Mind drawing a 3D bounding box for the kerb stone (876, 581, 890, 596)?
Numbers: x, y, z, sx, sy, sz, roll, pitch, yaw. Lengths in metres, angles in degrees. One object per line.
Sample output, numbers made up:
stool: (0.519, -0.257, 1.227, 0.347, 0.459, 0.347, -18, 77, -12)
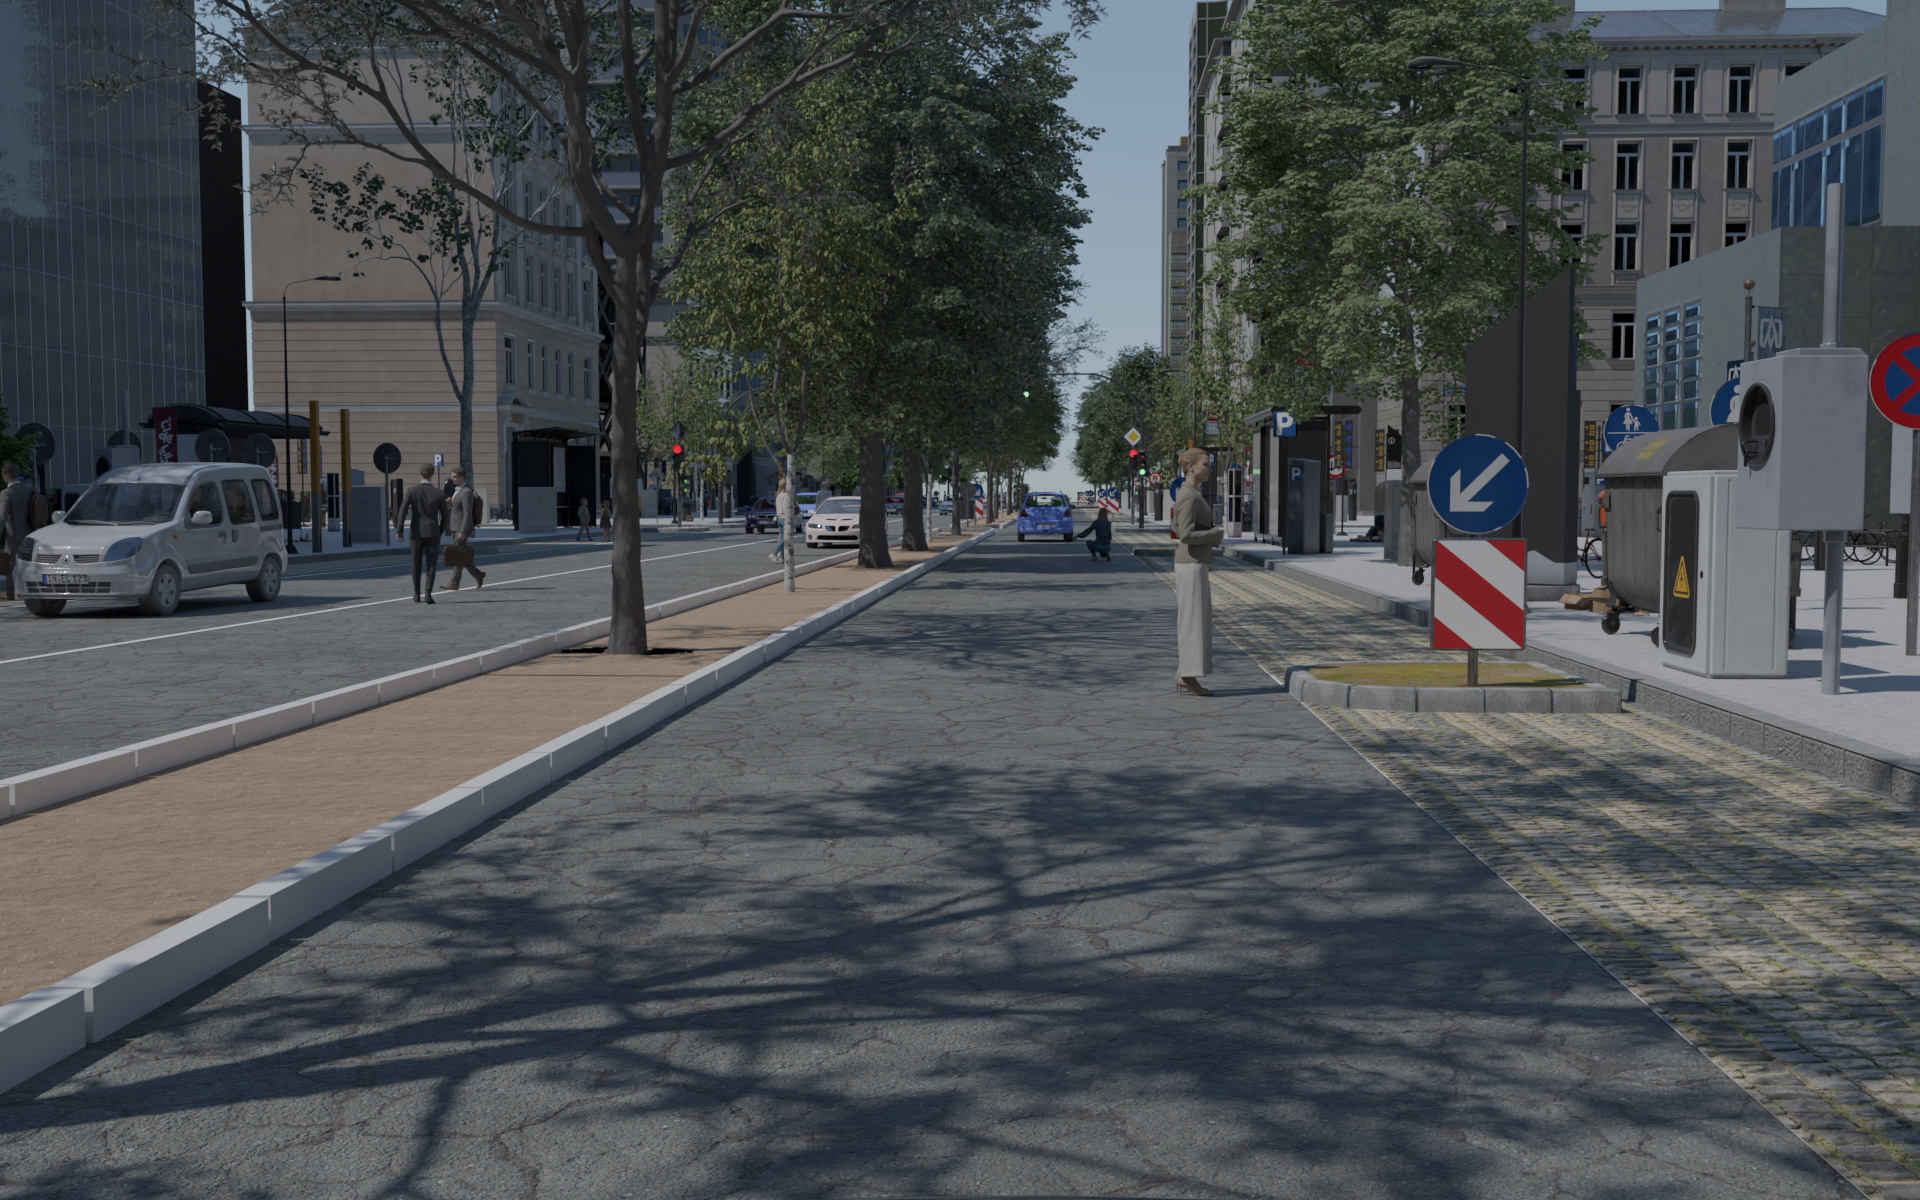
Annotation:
kerb stone: (-1.136, -0.137, 24.456, 0.120, 0.150, 1.000, 0, 4, 3)

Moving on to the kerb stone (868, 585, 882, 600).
kerb stone: (-1.205, -0.073, 23.431, 0.120, 0.150, 1.000, 0, 4, 3)

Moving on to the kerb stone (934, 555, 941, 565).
kerb stone: (-0.526, -0.764, 34.686, 0.120, 0.150, 1.000, 0, 4, 3)

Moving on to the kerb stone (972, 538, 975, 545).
kerb stone: (0.263, -1.571, 47.986, 0.120, 0.150, 1.000, 0, 4, 3)

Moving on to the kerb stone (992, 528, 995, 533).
kerb stone: (1.054, -2.391, 61.285, 0.120, 0.150, 1.000, 0, 4, 3)

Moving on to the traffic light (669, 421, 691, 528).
traffic light: (-10.689, -4.714, 65.986, 0.839, 4.253, 0.868, 0, 4, 3)

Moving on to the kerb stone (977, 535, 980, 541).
kerb stone: (0.444, -1.759, 51.057, 0.120, 0.150, 1.000, 0, 4, 3)

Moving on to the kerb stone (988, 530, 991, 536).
kerb stone: (0.864, -2.202, 58.207, 0.120, 0.150, 1.000, 0, 4, 3)

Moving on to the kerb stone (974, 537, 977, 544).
kerb stone: (0.316, -1.640, 49.007, 0.120, 0.150, 1.000, 0, 4, 3)

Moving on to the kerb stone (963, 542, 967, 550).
kerb stone: (0.019, -1.327, 43.896, 0.120, 0.150, 1.000, 0, 4, 3)

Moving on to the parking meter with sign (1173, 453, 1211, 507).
parking meter with sign: (10.075, -4.814, 74.971, 1.738, 3.016, 0.543, 2, 4, 32)

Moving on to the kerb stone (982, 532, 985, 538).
kerb stone: (0.622, -1.953, 54.121, 0.120, 0.150, 1.000, 0, 4, 3)

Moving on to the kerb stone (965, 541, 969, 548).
kerb stone: (0.076, -1.390, 44.916, 0.120, 0.150, 1.000, 0, 4, 3)

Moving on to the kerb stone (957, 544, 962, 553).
kerb stone: (-0.102, -1.202, 41.855, 0.120, 0.150, 1.000, 0, 4, 3)

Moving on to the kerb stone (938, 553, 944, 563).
kerb stone: (-0.473, -0.827, 35.712, 0.120, 0.150, 1.000, 0, 4, 3)

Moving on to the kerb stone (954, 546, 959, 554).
kerb stone: (-0.164, -1.134, 40.834, 0.120, 0.150, 1.000, 0, 4, 3)

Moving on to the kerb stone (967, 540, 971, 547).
kerb stone: (0.141, -1.448, 45.938, 0.120, 0.150, 1.000, 0, 4, 3)

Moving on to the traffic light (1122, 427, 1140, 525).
traffic light: (7.267, -5.139, 72.937, 0.839, 4.253, 0.868, 0, 4, 3)

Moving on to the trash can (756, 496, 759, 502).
trash can: (-13.627, -6.293, 114.541, 0.748, 1.137, 0.748, 0, 3, 0)

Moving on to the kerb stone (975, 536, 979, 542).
kerb stone: (0.388, -1.703, 50.036, 0.120, 0.150, 1.000, 0, 4, 3)

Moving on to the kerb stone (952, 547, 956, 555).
kerb stone: (-0.231, -1.077, 39.810, 0.120, 0.150, 1.000, 0, 4, 3)

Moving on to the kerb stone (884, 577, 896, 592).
kerb stone: (-1.081, -0.201, 25.477, 0.120, 0.150, 1.000, 0, 4, 3)

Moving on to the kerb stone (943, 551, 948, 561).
kerb stone: (-0.405, -0.890, 36.742, 0.120, 0.150, 1.000, 0, 4, 3)

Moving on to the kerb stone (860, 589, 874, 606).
kerb stone: (-1.261, -0.010, 22.410, 0.120, 0.150, 1.000, 0, 4, 3)

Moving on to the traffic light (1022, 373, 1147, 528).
traffic light: (4.699, -5.522, 64.948, 4.771, 5.953, 1.251, 0, 4, 3)

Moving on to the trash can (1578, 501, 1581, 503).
trash can: (11.992, -1.404, 34.603, 0.748, 1.137, 0.748, 0, 3, 0)

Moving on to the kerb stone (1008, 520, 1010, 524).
kerb stone: (2.065, -3.423, 78.262, 0.120, 0.150, 1.000, 0, 4, 3)

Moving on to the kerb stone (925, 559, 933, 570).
kerb stone: (-0.650, -0.639, 32.638, 0.120, 0.150, 1.000, 0, 4, 3)

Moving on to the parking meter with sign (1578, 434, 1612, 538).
parking meter with sign: (18.676, -3.345, 50.957, 0.543, 3.016, 1.738, -1, 4, -10)

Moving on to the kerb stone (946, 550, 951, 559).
kerb stone: (-0.339, -0.952, 37.762, 0.120, 0.150, 1.000, 0, 4, 3)

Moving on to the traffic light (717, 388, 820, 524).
traffic light: (-8.121, -6.067, 73.869, 4.771, 5.953, 1.251, 0, 4, 3)

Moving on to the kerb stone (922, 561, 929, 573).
kerb stone: (-0.708, -0.576, 31.613, 0.120, 0.150, 1.000, 0, 4, 3)

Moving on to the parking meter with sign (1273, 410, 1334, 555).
parking meter with sign: (7.364, -2.486, 36.913, 0.543, 3.016, 1.738, 3, 5, 42)

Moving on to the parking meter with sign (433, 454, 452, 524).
parking meter with sign: (-22.152, -4.865, 75.796, 0.543, 3.016, 1.738, 2, 4, 32)

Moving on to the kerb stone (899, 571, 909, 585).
kerb stone: (-0.961, -0.325, 27.521, 0.120, 0.150, 1.000, 0, 4, 3)

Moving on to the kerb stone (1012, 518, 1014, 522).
kerb stone: (2.428, -3.804, 84.395, 0.120, 0.150, 1.000, 0, 4, 3)

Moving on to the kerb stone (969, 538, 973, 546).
kerb stone: (0.206, -1.515, 46.965, 0.120, 0.150, 1.000, 0, 4, 3)

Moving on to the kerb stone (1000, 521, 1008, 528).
kerb stone: (1.941, -3.304, 76.219, 0.120, 0.150, 1.000, 0, 4, 3)

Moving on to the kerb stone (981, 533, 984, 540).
kerb stone: (0.573, -1.890, 53.097, 0.120, 0.150, 1.000, 0, 4, 3)

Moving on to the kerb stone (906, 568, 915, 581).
kerb stone: (-0.892, -0.389, 28.550, 0.120, 0.150, 1.000, 0, 4, 3)

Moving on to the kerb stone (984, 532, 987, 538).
kerb stone: (0.692, -2.015, 55.141, 0.120, 0.150, 1.000, 0, 4, 3)

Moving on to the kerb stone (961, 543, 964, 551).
kerb stone: (-0.045, -1.265, 42.875, 0.120, 0.150, 1.000, 0, 4, 3)

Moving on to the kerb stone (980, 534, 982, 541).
kerb stone: (0.505, -1.828, 52.077, 0.120, 0.150, 1.000, 0, 4, 3)

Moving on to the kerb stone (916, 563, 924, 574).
kerb stone: (-0.780, -0.514, 30.591, 0.120, 0.150, 1.000, 0, 4, 3)

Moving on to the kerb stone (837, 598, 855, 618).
kerb stone: (-1.382, 0.113, 20.351, 0.120, 0.150, 1.000, 0, 4, 3)

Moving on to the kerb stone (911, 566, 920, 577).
kerb stone: (-0.835, -0.446, 29.571, 0.120, 0.150, 1.000, 0, 4, 3)

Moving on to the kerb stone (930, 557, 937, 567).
kerb stone: (-0.596, -0.701, 33.658, 0.120, 0.150, 1.000, 0, 4, 3)

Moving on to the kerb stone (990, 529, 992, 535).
kerb stone: (0.926, -2.261, 59.234, 0.120, 0.150, 1.000, 0, 4, 3)

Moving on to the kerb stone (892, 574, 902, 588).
kerb stone: (-1.027, -0.262, 26.501, 0.120, 0.150, 1.000, 0, 4, 3)

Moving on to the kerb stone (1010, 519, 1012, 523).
kerb stone: (2.242, -3.614, 81.326, 0.120, 0.150, 1.000, 0, 4, 3)

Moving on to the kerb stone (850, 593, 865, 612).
kerb stone: (-1.318, 0.051, 21.384, 0.120, 0.150, 1.000, 0, 4, 3)

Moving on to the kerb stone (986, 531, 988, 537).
kerb stone: (0.746, -2.076, 56.162, 0.120, 0.150, 1.000, 0, 4, 3)

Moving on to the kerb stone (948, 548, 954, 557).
kerb stone: (-0.289, -1.011, 38.788, 0.120, 0.150, 1.000, 0, 4, 3)

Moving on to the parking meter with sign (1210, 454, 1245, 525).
parking meter with sign: (11.416, -4.624, 71.859, 1.738, 3.016, 0.543, 0, 4, 1)
